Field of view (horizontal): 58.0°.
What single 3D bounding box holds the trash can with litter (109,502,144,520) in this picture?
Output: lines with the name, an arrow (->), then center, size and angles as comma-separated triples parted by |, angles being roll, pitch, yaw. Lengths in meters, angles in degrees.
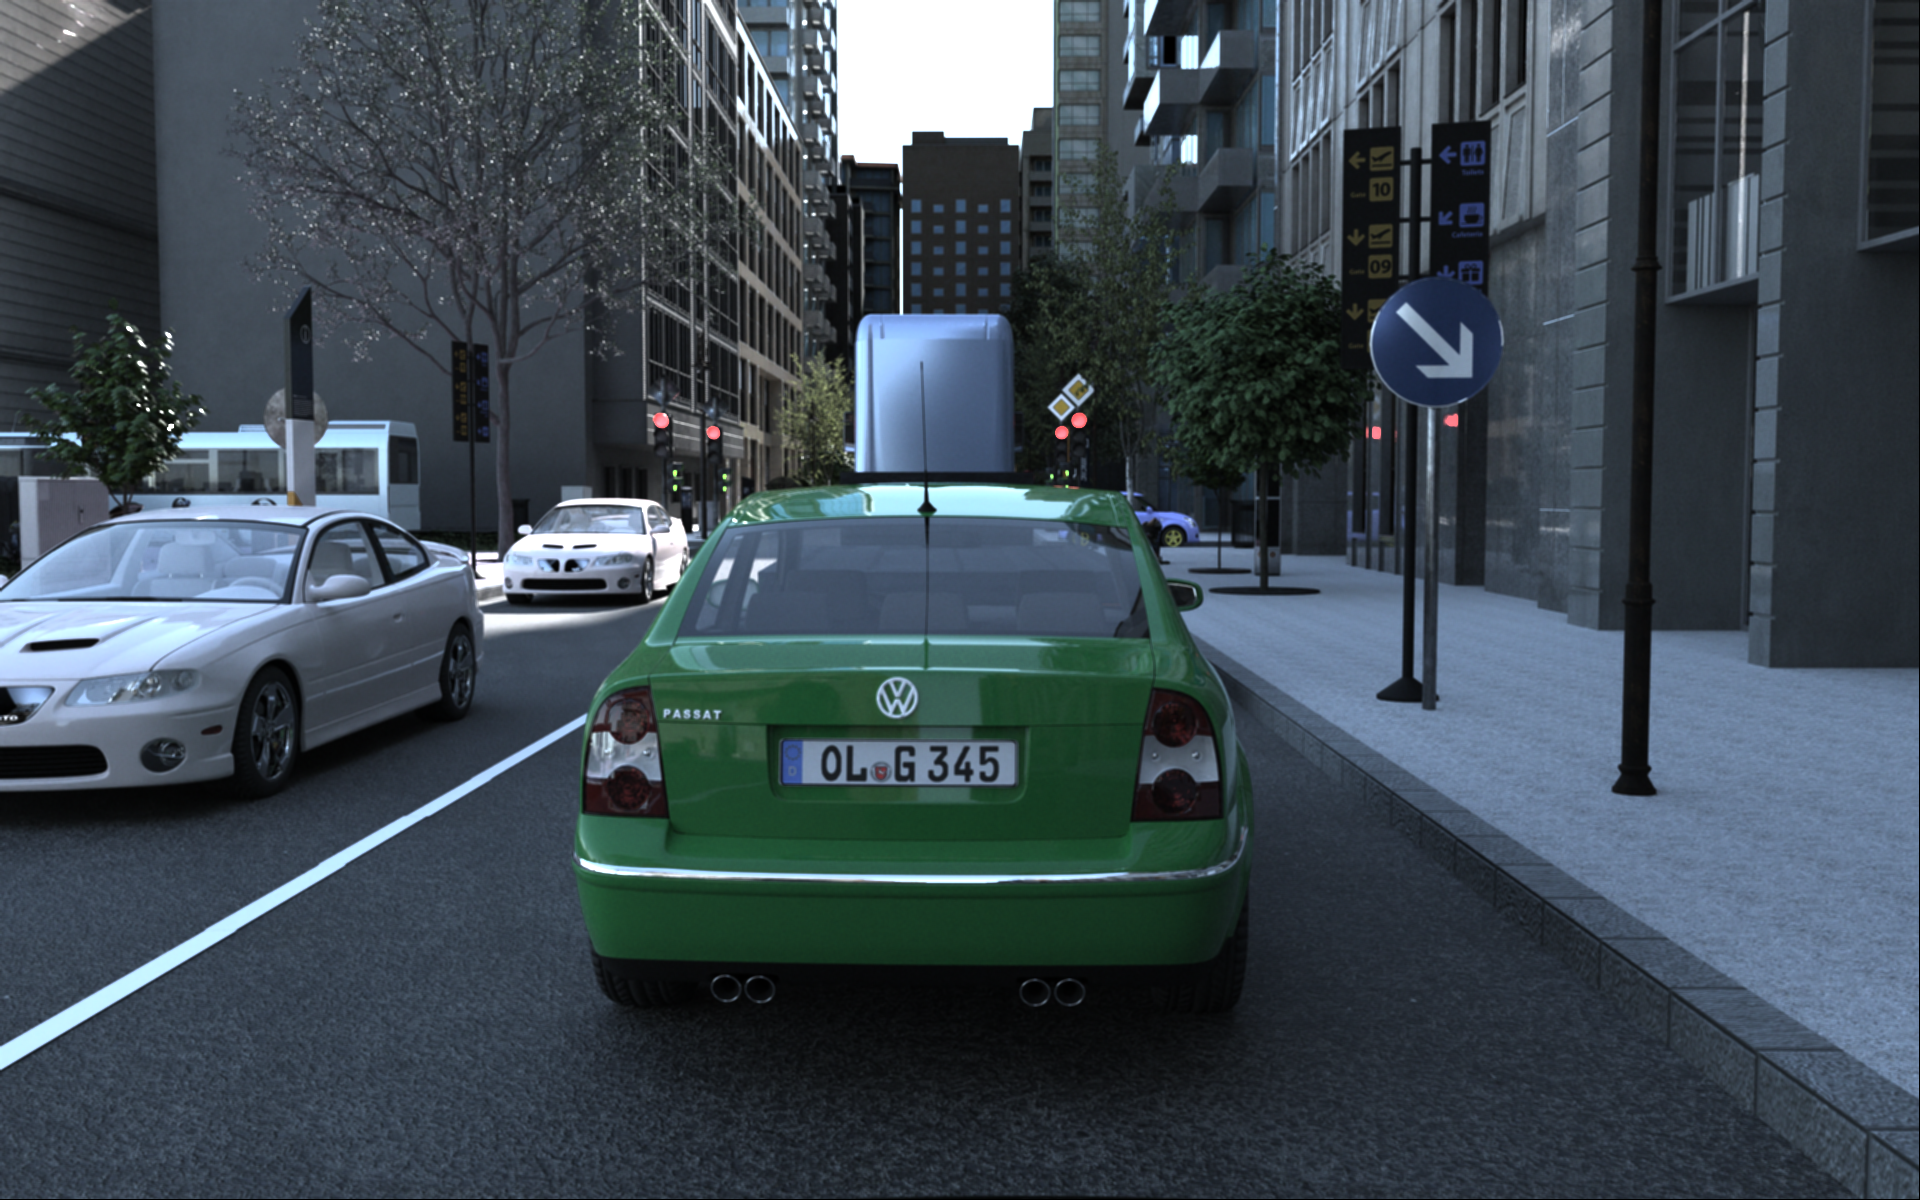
trash can with litter -> -12.066, -0.805, 24.544 | 1.055, 1.170, 0.624 | 2, 4, 24

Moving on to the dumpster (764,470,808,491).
dumpster -> -7.105, -4.132, 70.045 | 1.502, 2.255, 1.985 | 0, 4, 0

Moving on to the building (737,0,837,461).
building -> -21.646, -31.717, 138.184 | 23.786, 49.044, 30.456 | 0, 4, 0

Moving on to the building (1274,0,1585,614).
building -> 12.581, -12.747, 26.441 | 12.078, 24.808, 19.932 | 0, 4, 0

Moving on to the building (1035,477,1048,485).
building -> 24.221, -30.059, 183.348 | 32.217, 40.220, 23.993 | 0, 4, 0

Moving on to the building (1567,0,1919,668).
building -> 11.260, -13.699, 1.479 | 11.434, 29.767, 29.804 | 0, 4, 0

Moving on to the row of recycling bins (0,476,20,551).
row of recycling bins -> -21.979, -2.008, 39.936 | 1.069, 1.692, 3.534 | -1, 4, -15

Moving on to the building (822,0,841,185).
building -> -24.737, -53.286, 183.891 | 31.000, 86.520, 22.319 | 0, 4, 0

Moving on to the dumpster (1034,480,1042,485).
dumpster -> 3.673, -5.572, 93.598 | 1.502, 2.255, 1.985 | 0, 4, 1

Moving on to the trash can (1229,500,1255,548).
trash can -> 6.749, -1.802, 41.119 | 0.748, 1.137, 0.748 | 0, 3, 0

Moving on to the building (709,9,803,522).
building -> -19.648, -17.576, 91.885 | 19.350, 26.468, 34.151 | 0, 4, 0

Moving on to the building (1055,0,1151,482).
building -> 14.394, -27.670, 135.994 | 14.154, 41.232, 14.086 | 0, 4, 0

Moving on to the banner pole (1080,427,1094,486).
banner pole -> 4.791, -4.580, 64.904 | 0.863, 3.779, 0.401 | 0, 4, -2

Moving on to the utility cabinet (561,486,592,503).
utility cabinet -> -10.685, -2.428, 48.376 | 0.318, 1.500, 1.173 | -3, 5, -43

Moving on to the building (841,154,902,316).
building -> -21.812, -34.677, 221.589 | 28.867, 44.769, 22.147 | 0, 4, 0

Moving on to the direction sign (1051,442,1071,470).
direction sign -> 4.329, -5.034, 74.305 | 0.876, 3.537, 0.379 | 0, 4, -8

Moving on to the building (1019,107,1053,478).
building -> 18.117, -36.485, 220.223 | 21.600, 48.544, 21.300 | 0, 4, 0

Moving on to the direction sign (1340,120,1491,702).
direction sign -> 2.801, -1.146, 10.733 | 0.876, 3.537, 0.379 | 1, 4, 19

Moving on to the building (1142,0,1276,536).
building -> 21.766, -26.968, 60.529 | 30.456, 49.044, 23.786 | 0, 4, 0

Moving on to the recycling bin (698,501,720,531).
recycling bin -> -8.866, -2.971, 61.136 | 0.722, 1.027, 0.722 | 0, 4, -6

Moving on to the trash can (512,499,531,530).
trash can -> -12.488, -2.276, 48.858 | 0.748, 1.137, 0.748 | 0, 3, 0

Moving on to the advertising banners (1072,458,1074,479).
advertising banners -> 3.947, -4.049, 62.394 | 0.090, 3.025, 2.074 | 1, 4, 13

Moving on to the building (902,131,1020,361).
building -> 0.150, -34.652, 216.676 | 14.200, 45.320, 14.600 | 0, 4, 0

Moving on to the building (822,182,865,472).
building -> -16.320, -23.826, 161.255 | 14.160, 30.474, 14.107 | 0, 4, 0

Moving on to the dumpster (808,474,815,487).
dumpster -> -7.067, -4.464, 75.482 | 1.502, 2.255, 1.985 | 0, 4, 1

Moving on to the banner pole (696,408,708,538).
banner pole -> -7.530, -3.705, 50.589 | 0.401, 3.779, 0.863 | 0, 4, -6

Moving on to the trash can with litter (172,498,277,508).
trash can with litter -> -11.247, -0.981, 27.100 | 1.678, 1.210, 2.233 | 1, 4, 20

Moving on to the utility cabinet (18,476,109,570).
utility cabinet -> -11.317, -0.811, 21.945 | 0.318, 1.500, 1.173 | 1, 4, 16

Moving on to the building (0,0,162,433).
building -> -40.091, -16.483, 56.883 | 23.554, 28.519, 14.401 | 0, 4, 0

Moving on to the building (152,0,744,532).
building -> -16.441, -16.446, 62.406 | 14.314, 27.812, 24.014 | 0, 4, 0

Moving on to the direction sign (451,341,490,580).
direction sign -> -7.333, -2.081, 26.026 | 0.379, 3.537, 0.876 | 1, 4, 20

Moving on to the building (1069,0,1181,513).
building -> 18.209, -48.123, 99.486 | 22.319, 86.520, 31.000 | 0, 4, 0

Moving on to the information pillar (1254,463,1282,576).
information pillar -> 4.830, -1.386, 27.161 | 0.304, 2.012, 0.304 | -2, 4, -24

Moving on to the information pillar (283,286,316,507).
information pillar -> -7.363, -1.713, 19.357 | 0.183, 3.616, 0.504 | 0, 4, 8

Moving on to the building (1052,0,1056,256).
building -> 18.854, -37.601, 156.781 | 21.231, 58.520, 28.212 | 0, 4, 0

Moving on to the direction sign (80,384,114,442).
direction sign -> -17.549, -2.660, 35.483 | 0.379, 3.537, 0.876 | 2, 4, 33
